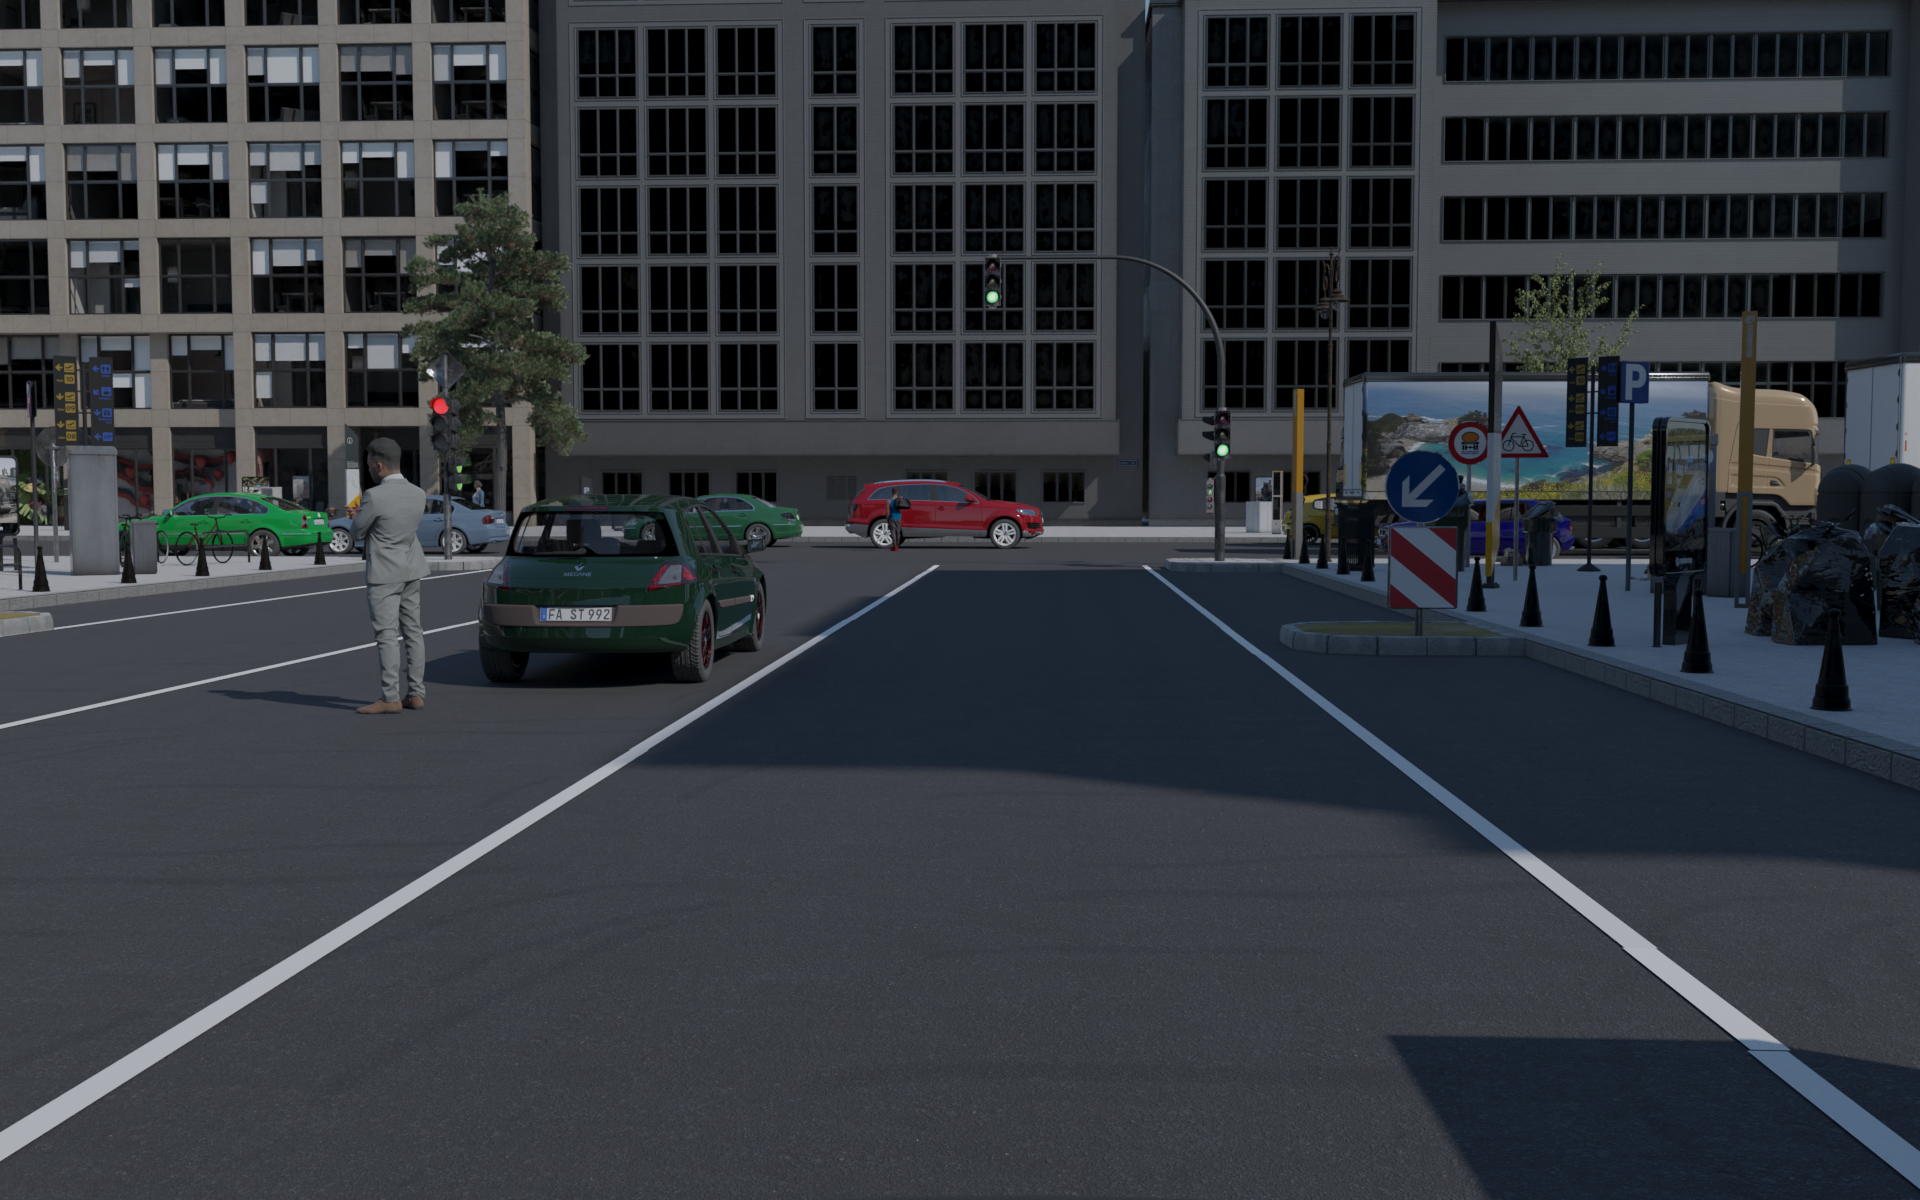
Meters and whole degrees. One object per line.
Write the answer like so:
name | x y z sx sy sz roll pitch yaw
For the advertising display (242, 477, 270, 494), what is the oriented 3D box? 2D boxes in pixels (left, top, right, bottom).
advertising display | -25.845 -3.573 63.625 0.974 1.923 0.123 -2 4 -23

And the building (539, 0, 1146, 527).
building | -4.412 -17.115 73.344 24.014 27.812 14.314 0 4 3

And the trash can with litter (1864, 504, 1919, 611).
trash can with litter | 10.451 -0.453 18.802 1.055 1.170 0.624 0 4 6

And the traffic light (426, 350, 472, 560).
traffic light | -10.003 -2.745 33.795 0.839 4.253 0.868 0 4 3

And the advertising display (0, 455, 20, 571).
advertising display | -16.068 -1.434 28.667 0.123 1.923 0.974 2 4 29

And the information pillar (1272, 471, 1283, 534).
information pillar | 10.111 -3.101 55.201 0.304 2.012 0.304 1 4 18

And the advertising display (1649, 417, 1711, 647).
advertising display | 6.138 -0.585 14.774 0.123 1.923 0.974 3 5 44

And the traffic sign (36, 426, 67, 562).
traffic sign | -16.982 -1.980 32.478 0.768 2.556 0.104 1 4 10

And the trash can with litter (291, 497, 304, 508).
trash can with litter | -22.139 -2.789 56.985 1.055 1.170 0.624 0 4 6

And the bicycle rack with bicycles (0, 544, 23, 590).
bicycle rack with bicycles | -13.951 -0.570 22.703 2.852 0.926 2.925 2 4 29

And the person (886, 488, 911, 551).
person | -1.580 -2.033 43.617 0.647 1.594 0.662 -2 4 -29

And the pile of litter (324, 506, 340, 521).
pile of litter | -23.021 -2.998 62.977 1.719 0.858 1.176 2 4 35

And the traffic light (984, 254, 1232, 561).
traffic light | 2.844 -3.567 32.988 4.771 5.953 1.251 0 4 3

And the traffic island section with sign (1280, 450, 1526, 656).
traffic island section with sign | 4.087 -0.472 16.342 1.989 1.847 2.006 0 4 3

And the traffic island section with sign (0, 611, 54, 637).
traffic island section with sign | -10.574 -0.562 17.815 1.989 1.847 2.006 0 4 3

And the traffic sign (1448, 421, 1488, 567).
traffic sign | 8.876 -1.842 30.216 0.768 2.556 0.104 0 4 5

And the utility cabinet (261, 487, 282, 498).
utility cabinet | -21.881 -2.835 55.027 0.318 1.500 1.173 -3 4 -38

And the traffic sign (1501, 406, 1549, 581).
traffic sign | 8.222 -1.564 25.577 0.884 2.594 0.081 0 4 6

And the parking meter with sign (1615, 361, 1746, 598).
parking meter with sign | 9.245 -1.582 22.123 0.543 3.016 1.738 -2 4 -29

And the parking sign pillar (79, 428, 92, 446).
parking sign pillar | -34.117 -4.847 67.718 1.447 3.967 1.447 1 4 17

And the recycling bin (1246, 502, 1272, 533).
recycling bin | 9.994 -2.752 57.549 0.722 1.027 0.722 -2 4 -30

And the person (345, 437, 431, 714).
person | -3.803 -0.170 11.457 0.466 1.800 0.511 1 4 13

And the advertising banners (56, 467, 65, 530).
advertising banners | -32.103 -4.040 62.245 2.074 3.025 0.090 3 4 39

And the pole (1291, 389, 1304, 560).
pole | 6.575 -2.440 33.741 0.158 3.312 0.155 0 3 0

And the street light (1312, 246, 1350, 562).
street light | 6.944 -3.655 32.548 0.468 5.910 1.993 0 4 3

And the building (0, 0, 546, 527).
building | -33.306 -16.708 77.690 34.151 26.468 19.350 0 4 3

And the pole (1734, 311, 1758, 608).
pole | 8.828 -1.567 19.456 0.158 3.312 0.155 0 3 0

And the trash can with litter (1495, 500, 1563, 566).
trash can with litter | 10.164 -1.196 30.939 1.055 1.170 0.624 -1 4 -13

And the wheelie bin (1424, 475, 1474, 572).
wheelie bin | 8.088 -1.278 28.799 0.980 1.594 0.693 -1 4 -11

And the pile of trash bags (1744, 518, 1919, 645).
pile of trash bags | 8.661 -0.316 14.920 3.447 1.369 1.912 2 4 25

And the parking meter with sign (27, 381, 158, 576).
parking meter with sign | -13.681 -1.901 27.343 1.738 3.016 0.543 -2 4 -33

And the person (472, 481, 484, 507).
person | -13.858 -2.539 50.037 0.654 1.822 0.581 -1 4 -16

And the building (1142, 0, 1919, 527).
building | 22.562 -15.442 71.551 30.058 24.678 14.314 0 4 3

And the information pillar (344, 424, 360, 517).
information pillar | -20.315 -4.068 57.862 0.183 3.616 0.504 2 4 35

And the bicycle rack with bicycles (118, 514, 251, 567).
bicycle rack with bicycles | -14.392 -1.104 31.439 2.852 0.926 2.925 0 4 5

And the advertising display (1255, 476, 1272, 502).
advertising display | 11.233 -3.553 63.301 0.974 1.923 0.123 2 4 35

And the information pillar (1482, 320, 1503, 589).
information pillar | 7.286 -1.974 23.631 0.183 3.616 0.504 2 4 29

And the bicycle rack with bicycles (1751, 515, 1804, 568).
bicycle rack with bicycles | 14.618 -0.974 29.313 2.925 0.926 2.852 1 4 12

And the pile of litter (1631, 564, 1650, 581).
pile of litter | 10.872 -0.740 26.058 1.719 0.858 1.176 0 4 -5
